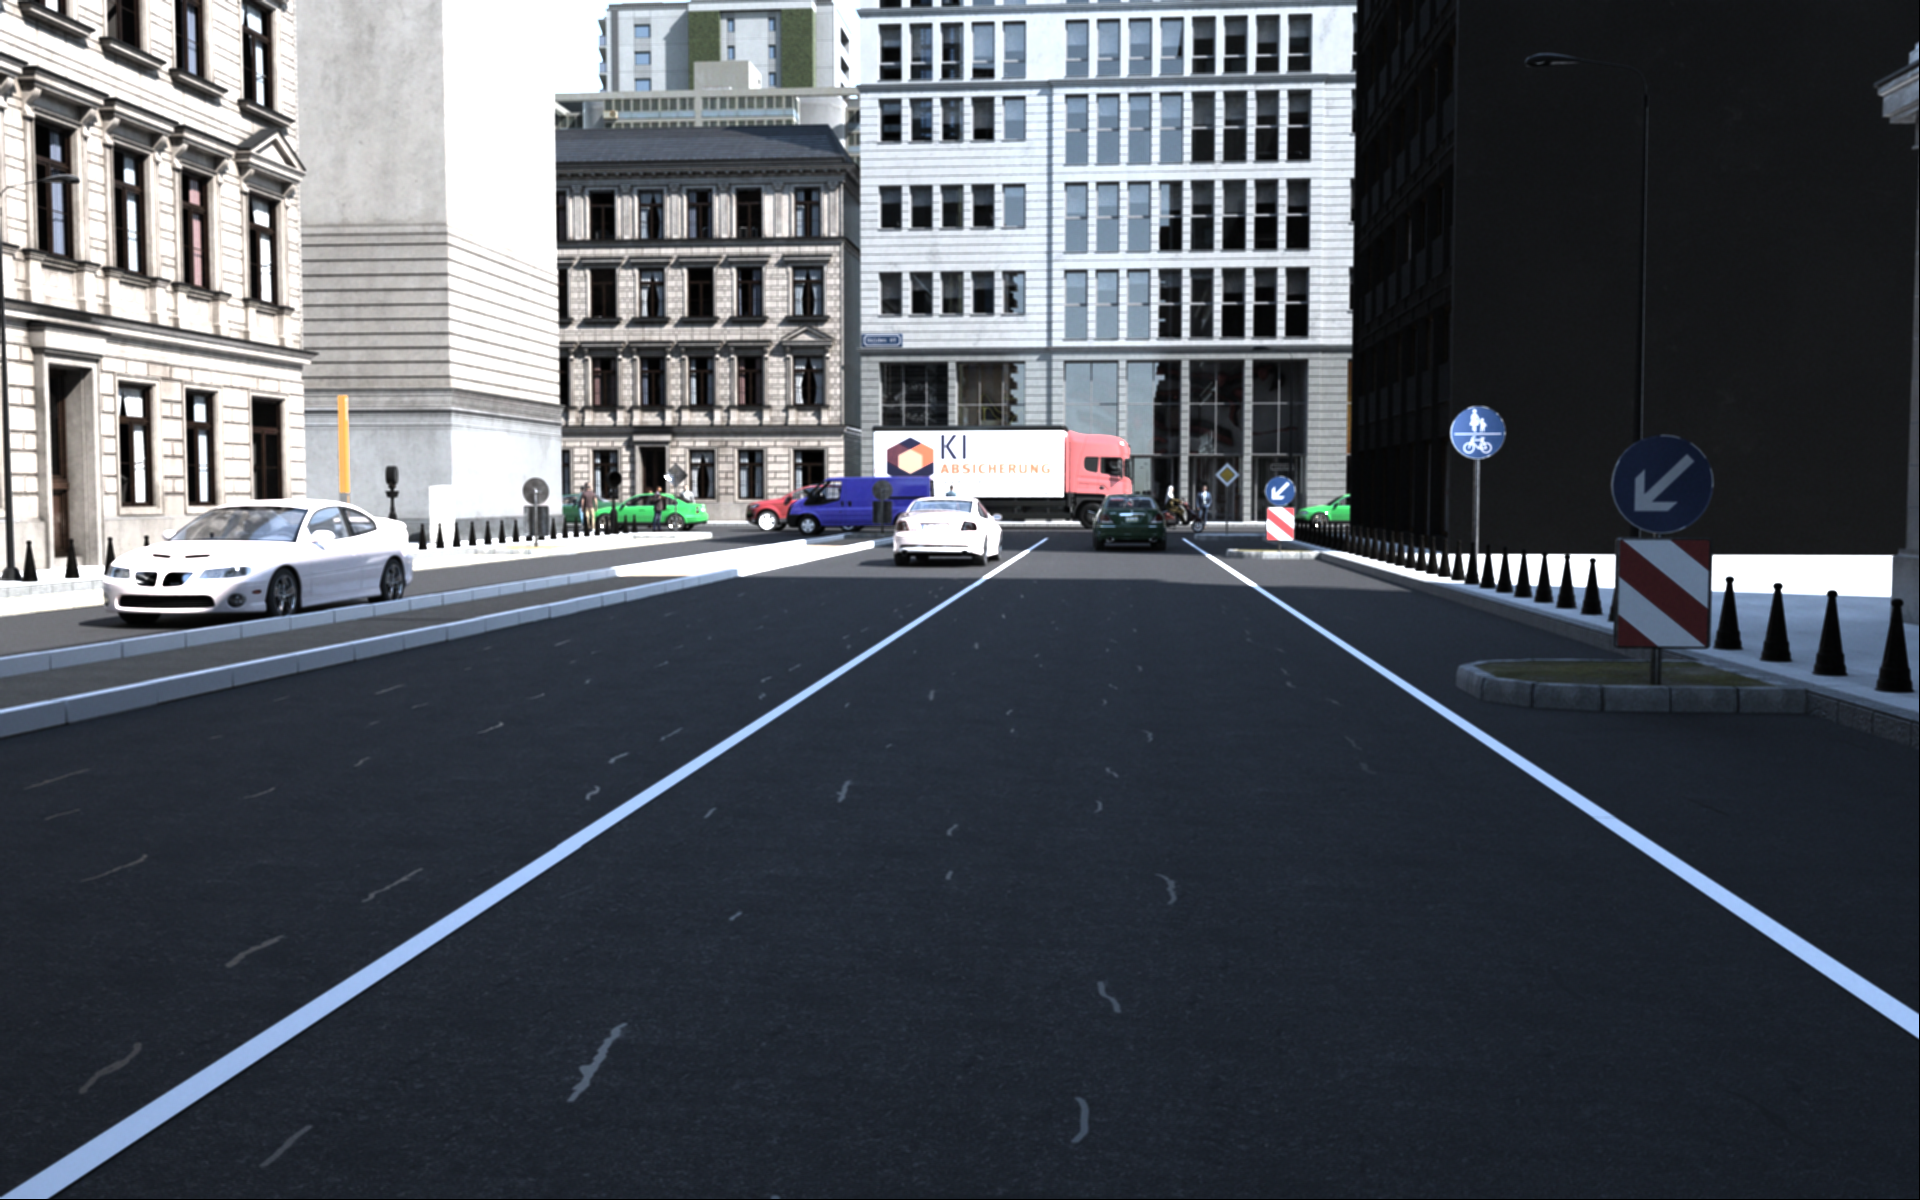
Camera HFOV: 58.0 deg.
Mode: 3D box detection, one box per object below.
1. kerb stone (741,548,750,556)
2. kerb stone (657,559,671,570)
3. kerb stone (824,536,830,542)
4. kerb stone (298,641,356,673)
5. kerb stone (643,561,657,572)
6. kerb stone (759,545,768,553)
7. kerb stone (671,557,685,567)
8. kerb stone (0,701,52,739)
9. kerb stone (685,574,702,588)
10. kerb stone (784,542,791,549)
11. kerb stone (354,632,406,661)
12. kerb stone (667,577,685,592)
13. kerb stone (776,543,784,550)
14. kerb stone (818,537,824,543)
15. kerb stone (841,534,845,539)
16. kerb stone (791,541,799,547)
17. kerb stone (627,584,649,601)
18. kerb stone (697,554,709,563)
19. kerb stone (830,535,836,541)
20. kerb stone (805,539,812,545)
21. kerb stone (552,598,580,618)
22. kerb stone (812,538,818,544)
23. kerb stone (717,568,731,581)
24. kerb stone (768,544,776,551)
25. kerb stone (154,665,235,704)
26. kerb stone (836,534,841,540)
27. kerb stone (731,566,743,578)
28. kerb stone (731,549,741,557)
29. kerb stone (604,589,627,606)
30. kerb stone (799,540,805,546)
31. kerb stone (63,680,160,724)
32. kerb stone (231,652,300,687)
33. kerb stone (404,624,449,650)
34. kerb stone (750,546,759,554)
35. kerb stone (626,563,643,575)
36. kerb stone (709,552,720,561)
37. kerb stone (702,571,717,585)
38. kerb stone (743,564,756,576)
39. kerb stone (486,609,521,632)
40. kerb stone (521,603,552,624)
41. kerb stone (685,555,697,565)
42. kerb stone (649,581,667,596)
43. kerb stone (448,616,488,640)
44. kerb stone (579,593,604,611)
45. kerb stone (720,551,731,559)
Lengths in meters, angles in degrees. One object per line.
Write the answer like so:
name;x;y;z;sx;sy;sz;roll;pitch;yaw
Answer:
kerb stone;-5.090;-1.094;40.154;0.120;0.150;1.000;0;4;5
kerb stone;-5.735;-0.657;32.987;0.120;0.150;1.000;0;4;5
kerb stone;-4.080;-1.783;51.435;0.120;0.150;1.000;0;4;5
kerb stone;-5.301;0.480;14.350;0.120;0.150;1.000;0;4;5
kerb stone;-5.824;-0.595;31.956;0.120;0.150;1.000;0;4;5
kerb stone;-4.902;-1.222;42.210;0.120;0.150;1.000;0;4;5
kerb stone;-5.637;-0.722;34.007;0.120;0.150;1.000;0;4;5
kerb stone;-5.665;0.731;10.268;0.120;0.150;1.000;0;4;5
kerb stone;-4.193;-0.272;26.645;0.120;0.150;1.000;0;4;5
kerb stone;-4.628;-1.413;45.296;0.120;0.150;1.000;0;4;5
kerb stone;-5.203;0.417;15.372;0.120;0.150;1.000;0;4;5
kerb stone;-4.286;-0.208;25.617;0.120;0.150;1.000;0;4;5
kerb stone;-4.715;-1.346;44.275;0.120;0.150;1.000;0;4;5
kerb stone;-4.163;-1.724;50.402;0.120;0.150;1.000;0;4;5
kerb stone;-3.795;-1.973;54.505;0.120;0.150;1.000;0;4;5
kerb stone;-4.532;-1.472;46.318;0.120;0.150;1.000;0;4;5
kerb stone;-4.462;-0.084;23.563;0.120;0.150;1.000;0;4;5
kerb stone;-5.452;-0.848;36.060;0.120;0.150;1.000;0;4;5
kerb stone;-3.983;-1.851;52.454;0.120;0.150;1.000;0;4;5
kerb stone;-4.353;-1.600;48.361;0.120;0.150;1.000;0;4;5
kerb stone;-4.742;0.109;20.493;0.120;0.150;1.000;0;4;5
kerb stone;-4.262;-1.663;49.382;0.120;0.150;1.000;0;4;5
kerb stone;-4.014;-0.394;28.687;0.120;0.150;1.000;0;4;5
kerb stone;-4.812;-1.288;43.251;0.120;0.150;1.000;0;4;5
kerb stone;-5.485;0.605;12.310;0.120;0.150;1.000;0;4;5
kerb stone;-3.896;-1.912;53.475;0.120;0.150;1.000;0;4;5
kerb stone;-3.924;-0.459;29.707;0.120;0.150;1.000;0;4;5
kerb stone;-5.175;-1.035;39.131;0.120;0.150;1.000;0;4;5
kerb stone;-4.562;-0.021;22.543;0.120;0.150;1.000;0;4;5
kerb stone;-4.444;-1.538;47.339;0.120;0.150;1.000;0;4;5
kerb stone;-5.566;0.668;11.288;0.120;0.150;1.000;0;4;5
kerb stone;-5.395;0.542;13.330;0.120;0.150;1.000;0;4;5
kerb stone;-5.114;0.356;16.398;0.120;0.150;1.000;0;4;5
kerb stone;-4.997;-1.160;41.178;0.120;0.150;1.000;0;4;5
kerb stone;-5.911;-0.535;30.936;0.120;0.150;1.000;0;4;5
kerb stone;-5.374;-0.911;37.092;0.120;0.150;1.000;0;4;5
kerb stone;-4.101;-0.333;27.666;0.120;0.150;1.000;0;4;5
kerb stone;-3.822;-0.520;30.735;0.120;0.150;1.000;0;4;5
kerb stone;-4.931;0.229;18.452;0.120;0.150;1.000;0;4;5
kerb stone;-4.842;0.167;19.473;0.120;0.150;1.000;0;4;5
kerb stone;-5.543;-0.785;35.035;0.120;0.150;1.000;0;4;5
kerb stone;-4.378;-0.147;24.593;0.120;0.150;1.000;0;4;5
kerb stone;-5.016;0.296;17.420;0.120;0.150;1.000;0;4;5
kerb stone;-4.657;0.042;21.516;0.120;0.150;1.000;0;4;5
kerb stone;-5.268;-0.973;38.111;0.120;0.150;1.000;0;4;5
